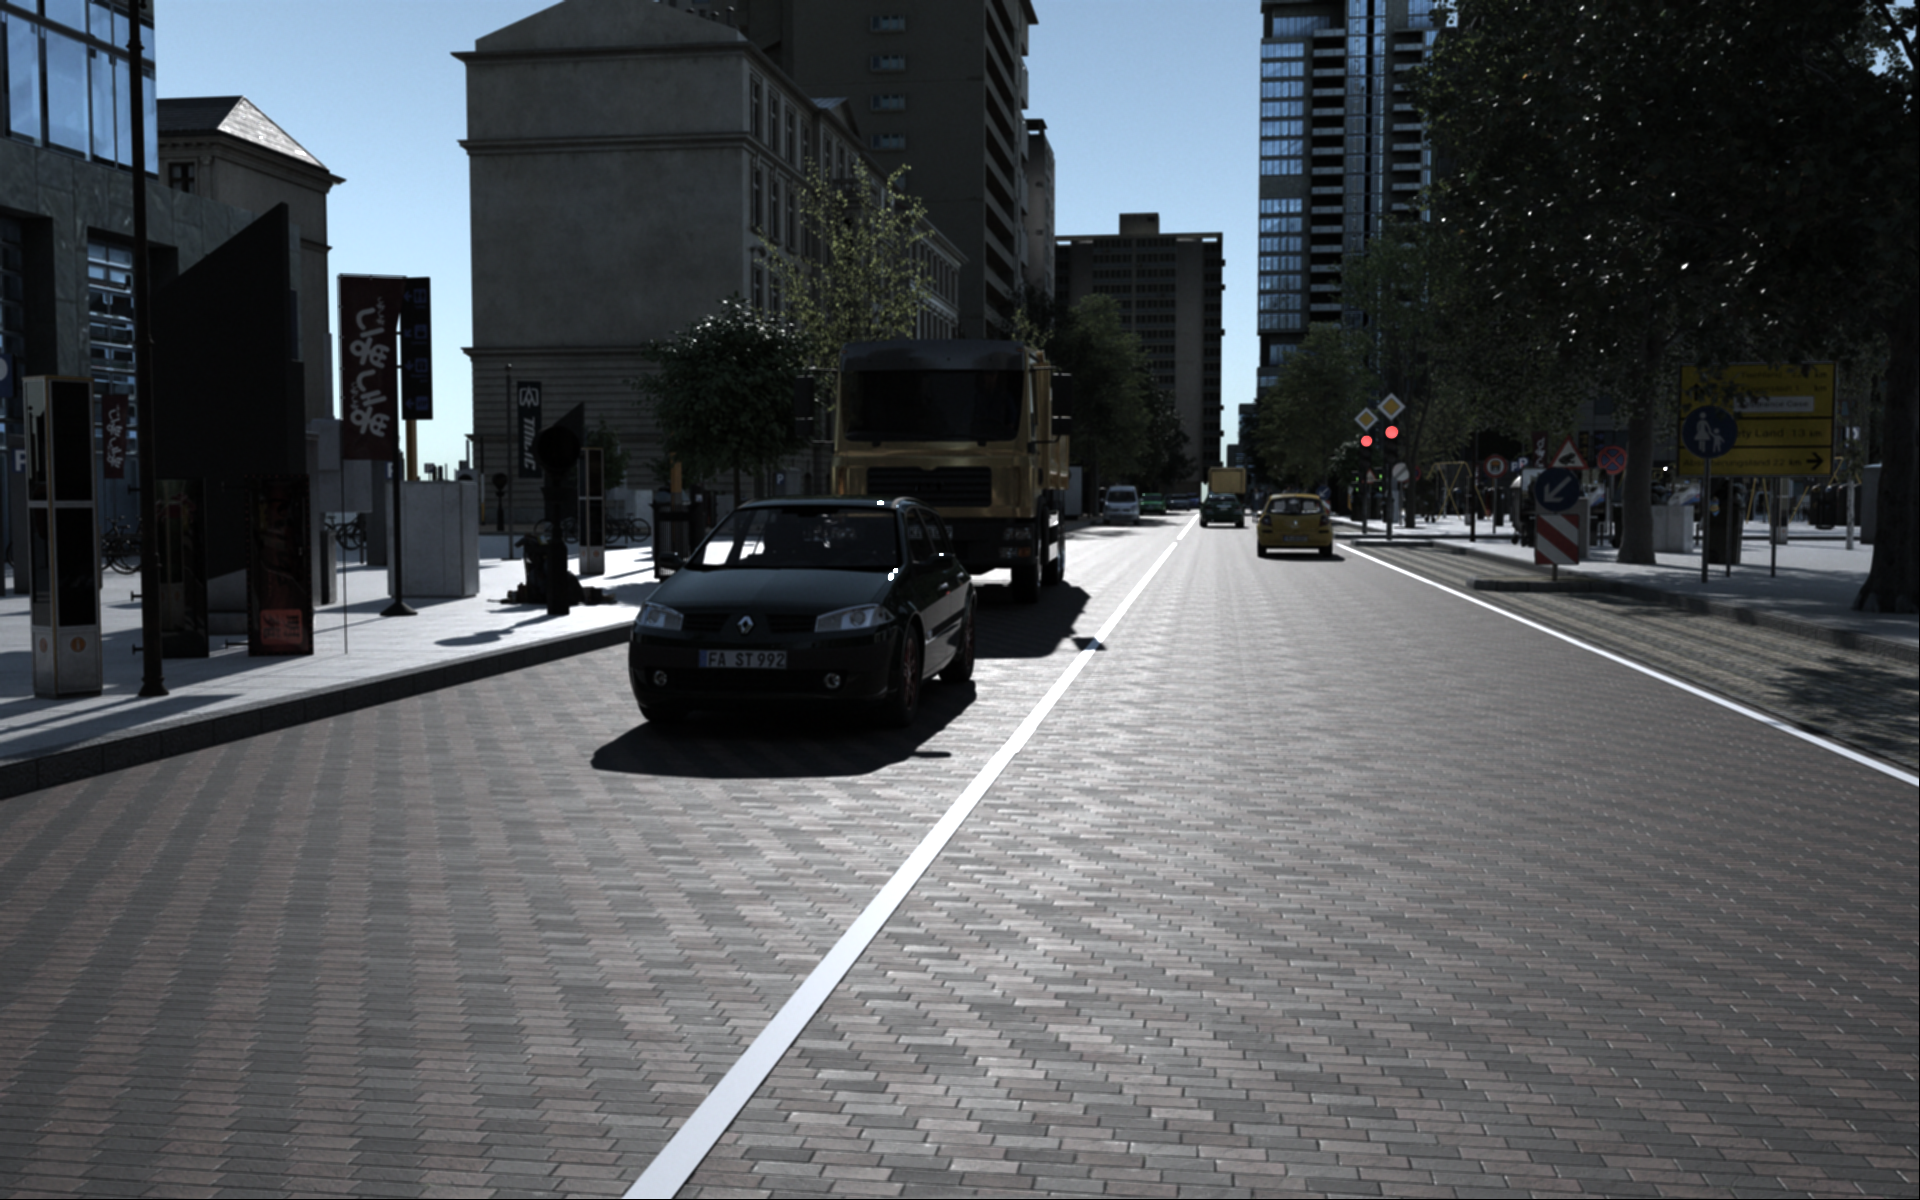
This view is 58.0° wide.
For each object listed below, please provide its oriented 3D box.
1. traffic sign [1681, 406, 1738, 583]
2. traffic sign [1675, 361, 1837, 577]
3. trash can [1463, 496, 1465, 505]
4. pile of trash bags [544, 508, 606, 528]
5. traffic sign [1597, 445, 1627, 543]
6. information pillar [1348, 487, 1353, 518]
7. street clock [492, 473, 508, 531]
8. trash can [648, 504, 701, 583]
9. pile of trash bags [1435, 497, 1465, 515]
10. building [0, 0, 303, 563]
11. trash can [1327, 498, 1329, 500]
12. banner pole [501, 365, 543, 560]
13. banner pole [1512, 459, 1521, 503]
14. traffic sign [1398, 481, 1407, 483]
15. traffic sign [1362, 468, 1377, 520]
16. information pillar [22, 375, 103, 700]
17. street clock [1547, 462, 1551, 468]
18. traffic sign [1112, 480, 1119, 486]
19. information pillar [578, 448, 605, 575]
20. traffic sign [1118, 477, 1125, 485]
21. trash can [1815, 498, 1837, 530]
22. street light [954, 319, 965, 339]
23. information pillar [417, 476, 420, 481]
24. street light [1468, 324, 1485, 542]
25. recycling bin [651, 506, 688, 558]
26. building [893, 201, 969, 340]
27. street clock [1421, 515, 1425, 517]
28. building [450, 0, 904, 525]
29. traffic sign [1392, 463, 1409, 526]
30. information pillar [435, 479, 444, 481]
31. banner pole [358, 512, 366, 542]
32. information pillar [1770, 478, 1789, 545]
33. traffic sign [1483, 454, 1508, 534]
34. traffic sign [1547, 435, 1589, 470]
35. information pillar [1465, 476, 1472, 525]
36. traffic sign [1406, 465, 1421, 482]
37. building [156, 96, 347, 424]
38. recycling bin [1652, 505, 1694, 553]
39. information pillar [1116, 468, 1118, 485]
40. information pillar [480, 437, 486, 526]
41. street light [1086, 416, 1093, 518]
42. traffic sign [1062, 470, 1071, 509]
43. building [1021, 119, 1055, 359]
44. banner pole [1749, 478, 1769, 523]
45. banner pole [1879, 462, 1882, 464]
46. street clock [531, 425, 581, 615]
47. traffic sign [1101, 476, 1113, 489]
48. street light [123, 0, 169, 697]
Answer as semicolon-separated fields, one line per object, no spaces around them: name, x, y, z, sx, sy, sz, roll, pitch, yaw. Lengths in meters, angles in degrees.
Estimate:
traffic sign;10.769;-1.521;24.974;0.768;2.556;0.104;1;4;9
traffic sign;12.227;-2.007;26.680;2.265;3.308;0.079;1;4;13
trash can;33.436;-6.249;113.828;0.748;1.137;0.748;0;3;0
pile of trash bags;-15.042;-3.462;66.364;1.912;1.369;3.447;-3;4;-39
traffic sign;16.935;-2.747;45.012;0.768;2.556;0.104;1;4;14
information pillar;21.360;-6.295;94.273;0.504;3.616;0.183;-1;4;-18
street clock;-15.870;-3.377;59.779;0.471;2.002;0.358;-3;4;-38
trash can;-4.136;-0.824;25.129;0.748;1.137;0.748;0;3;0
pile of trash bags;29.397;-5.855;105.480;1.912;1.369;3.447;3;5;44
building;-32.787;-43.910;30.595;31.000;86.520;22.319;1;4;8
trash can;26.370;-6.948;125.252;0.748;1.137;0.748;0;3;0
banner pole;-8.532;-2.674;33.733;0.863;3.779;0.401;-2;4;-24
banner pole;39.733;-8.185;123.839;0.863;3.779;0.401;3;4;38
traffic sign;20.728;-5.026;82.184;0.884;2.594;0.081;1;4;13
traffic sign;20.360;-5.265;86.087;0.884;2.594;0.081;1;4;16
information pillar;-5.653;-0.393;10.916;0.304;2.012;0.304;3;4;36
street clock;13.590;-2.145;39.637;0.358;2.002;0.471;3;4;36
traffic sign;11.133;-7.649;125.063;0.884;2.594;0.081;1;4;10
information pillar;-5.859;-1.409;27.522;0.304;2.012;0.304;-3;5;-40
traffic sign;12.093;-8.002;130.938;0.768;2.556;0.104;1;4;9
trash can;31.277;-3.116;62.594;0.748;1.137;0.748;0;3;0
street light;-0.014;-4.474;45.945;0.468;5.910;1.993;1;4;8
information pillar;-22.564;-4.122;71.882;0.304;2.012;0.304;-1;4;-10
street light;13.758;-4.497;46.307;0.468;5.910;1.993;1;4;8
recycling bin;-5.896;-1.382;35.157;0.722;1.027;0.722;-1;4;-11
building;-6.598;-17.103;115.792;11.583;22.565;21.152;1;4;8
street clock;25.993;-5.663;97.154;0.471;2.002;0.358;2;4;23
building;-11.443;-16.463;88.255;14.460;24.649;34.723;1;4;8
traffic sign;17.867;-4.285;70.160;0.768;2.556;0.104;1;4;14
information pillar;-24.952;-4.807;83.083;0.304;2.012;0.304;-3;5;-41
banner pole;-16.046;-3.462;46.622;0.401;3.779;0.863;-2;4;-24
information pillar;20.851;-2.420;44.060;0.304;2.012;0.304;-2;4;-25
traffic sign;17.232;-3.406;55.798;0.768;2.556;0.104;1;4;16
traffic sign;13.330;-2.325;38.017;0.884;2.594;0.081;1;4;16
information pillar;20.900;-4.069;71.024;0.304;2.012;0.304;0;4;1
traffic sign;19.352;-4.532;74.209;0.768;2.556;0.104;1;4;11
building;-39.590;-13.129;79.281;19.286;19.102;10.561;1;4;8
recycling bin;15.698;-1.567;38.172;0.722;1.027;0.722;3;4;39
information pillar;10.962;-7.923;120.892;0.183;3.616;0.504;0;4;4
information pillar;-19.502;-4.858;70.775;0.183;3.616;0.504;-1;4;-10
street light;6.887;-7.320;92.475;0.468;5.910;1.993;1;4;8
traffic sign;4.816;-4.949;81.028;0.768;2.556;0.104;1;4;11
building;3.211;-31.080;191.747;14.086;41.232;14.154;1;4;8
banner pole;35.339;-5.292;76.535;0.863;3.779;0.401;3;5;39
banner pole;62.936;-7.842;118.235;0.863;3.779;0.401;-2;4;-33
street clock;-4.283;-0.846;18.407;0.471;2.002;0.358;-2;4;-30
traffic sign;10.274;-7.418;121.283;0.884;2.594;0.081;1;4;12
street light;-5.144;-2.329;10.869;0.468;5.910;1.993;1;4;8
